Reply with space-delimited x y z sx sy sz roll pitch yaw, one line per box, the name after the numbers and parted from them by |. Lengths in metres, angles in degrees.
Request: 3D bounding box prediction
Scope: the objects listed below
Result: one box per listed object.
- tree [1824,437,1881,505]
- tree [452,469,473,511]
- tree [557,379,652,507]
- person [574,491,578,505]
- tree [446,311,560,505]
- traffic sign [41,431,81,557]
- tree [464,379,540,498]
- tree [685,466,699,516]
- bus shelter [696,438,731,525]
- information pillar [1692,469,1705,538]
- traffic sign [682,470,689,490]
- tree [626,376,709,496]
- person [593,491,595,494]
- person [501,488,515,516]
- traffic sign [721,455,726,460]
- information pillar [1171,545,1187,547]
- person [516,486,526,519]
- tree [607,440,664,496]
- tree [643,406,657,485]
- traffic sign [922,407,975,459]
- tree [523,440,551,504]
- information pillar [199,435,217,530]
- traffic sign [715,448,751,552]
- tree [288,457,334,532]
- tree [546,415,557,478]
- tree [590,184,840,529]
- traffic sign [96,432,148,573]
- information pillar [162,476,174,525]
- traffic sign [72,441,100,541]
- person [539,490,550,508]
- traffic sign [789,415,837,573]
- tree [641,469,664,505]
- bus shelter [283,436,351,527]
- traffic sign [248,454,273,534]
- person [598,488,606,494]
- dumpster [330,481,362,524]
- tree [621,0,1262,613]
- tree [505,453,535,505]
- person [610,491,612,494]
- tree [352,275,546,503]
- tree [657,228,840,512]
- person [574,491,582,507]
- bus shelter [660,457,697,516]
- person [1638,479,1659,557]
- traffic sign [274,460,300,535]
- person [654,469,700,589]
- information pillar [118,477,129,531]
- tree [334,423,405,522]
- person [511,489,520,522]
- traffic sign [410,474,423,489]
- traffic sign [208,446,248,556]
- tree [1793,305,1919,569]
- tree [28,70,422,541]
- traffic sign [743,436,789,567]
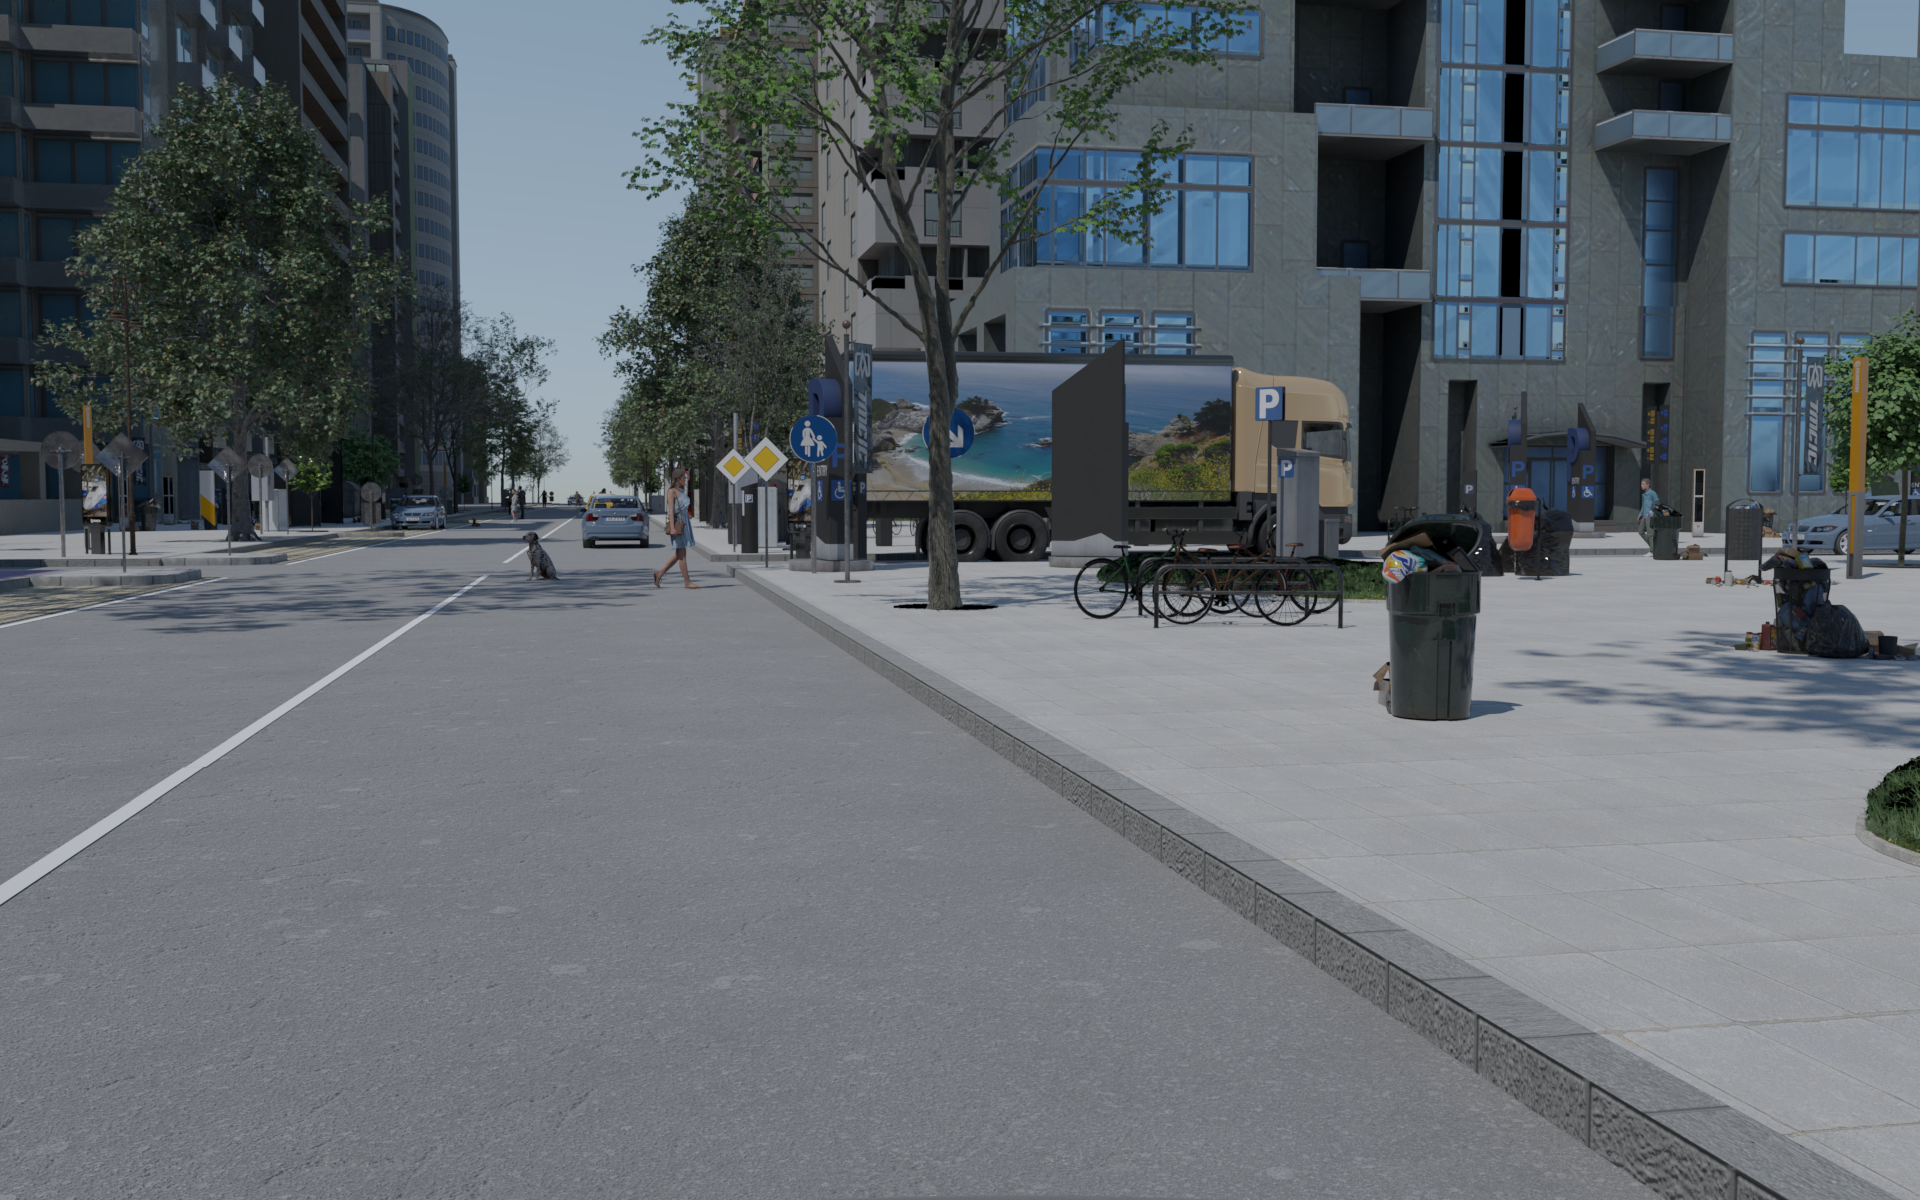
24.976 -3.318 48.846 1.663 3.219 1.824 0 3 0 | tree
-38.517 -8.529 134.046 1.663 3.219 1.824 0 3 0 | tree
-32.363 -16.335 177.453 12.009 13.543 11.850 0 3 0 | tree
-48.283 -12.811 217.941 1.348 1.826 0.705 1 4 19 | person
-48.280 -19.974 182.469 12.611 20.169 13.585 0 3 0 | tree
-18.201 -2.140 35.092 0.768 2.556 0.104 -1 4 -9 | traffic sign
-44.559 -15.398 169.883 7.486 12.596 7.792 0 3 0 | tree
-16.216 -6.683 103.860 1.663 3.219 1.824 0 3 0 | tree
-10.754 -5.159 75.625 1.731 3.624 6.357 -1 4 -11 | bus shelter
21.758 -2.847 51.034 0.304 2.012 0.304 1 4 18 | information pillar
-14.365 -5.467 89.490 0.768 2.556 0.104 -1 4 -8 | traffic sign
-15.087 -8.649 91.771 4.737 8.622 4.395 0 3 0 | tree
-46.674 -12.995 221.047 0.705 1.814 1.350 2 4 32 | person
-29.556 -6.460 114.127 1.348 1.823 0.705 -2 4 -24 | person
-7.208 -3.342 54.753 0.768 2.556 0.104 0 4 -7 | traffic sign
5.268 -3.104 42.109 0.504 3.616 0.183 2 4 30 | information pillar
-24.960 -5.534 98.337 0.474 1.900 0.648 0 4 0 | person
-41.261 -18.614 222.470 7.486 12.596 7.792 0 3 0 | tree
-13.141 -8.088 82.600 4.360 8.622 3.978 0 3 0 | tree
-0.166 -1.538 25.255 0.768 2.556 0.104 0 4 -3 | traffic sign
-60.122 -18.121 246.644 4.360 8.622 3.978 0 3 0 | tree
-26.577 -4.270 61.164 0.504 3.616 0.183 0 4 -1 | information pillar
-4.968 -2.105 38.064 0.795 2.450 0.064 -1 4 -11 | traffic sign
-21.955 -3.894 58.268 1.663 3.219 1.824 0 3 0 | tree
-62.256 -21.126 255.771 12.009 13.543 11.850 0 3 0 | tree
-8.865 -8.994 64.062 9.611 12.733 9.660 0 3 0 | tree
-13.624 -1.501 28.192 0.795 2.450 0.064 -1 4 -11 | traffic sign
-32.655 -4.095 71.440 0.304 2.012 0.304 1 4 11 | information pillar
-20.858 -2.518 41.280 0.768 2.556 0.104 0 4 -6 | traffic sign
-44.106 -10.747 183.844 1.348 1.869 0.705 1 4 20 | person
-2.359 -1.702 27.933 0.768 2.556 0.104 0 4 -3 | traffic sign
-23.307 -8.366 131.383 1.663 3.219 1.824 0 3 0 | tree
-26.078 -4.842 70.451 1.731 3.624 6.357 -1 4 -12 | bus shelter
-22.196 -3.355 54.961 0.768 2.556 0.104 0 4 -7 | traffic sign
-21.121 -5.712 102.150 0.793 1.790 0.793 2 4 27 | person
-27.027 -4.298 76.027 1.264 1.857 1.865 -1 4 -12 | dumpster
-0.265 -5.711 19.124 9.928 11.665 9.643 0 3 0 | tree
-54.298 -16.049 212.763 4.737 8.622 4.395 0 3 0 | tree
-32.666 -9.300 161.354 0.742 1.727 0.445 -3 5 -42 | person
-29.805 -11.440 97.417 12.009 13.543 11.850 0 3 0 | tree
-5.436 -5.955 47.734 4.360 8.622 3.978 0 3 0 | tree
-43.481 -11.506 197.182 0.990 1.755 0.434 -2 4 -26 | person
-15.882 -6.359 97.889 2.014 3.302 5.546 -1 4 -11 | bus shelter
15.745 -1.877 39.525 0.444 1.785 0.601 0 4 2 | person
-21.301 -3.281 54.836 0.795 2.450 0.064 -1 4 -10 | traffic sign
-4.296 -1.073 26.130 0.778 1.811 0.616 1 4 15 | person
-29.041 -3.402 60.120 0.304 2.012 0.304 -2 4 -27 | information pillar
-27.081 -5.830 79.038 4.285 4.588 4.351 0 3 0 | tree
-22.678 -4.812 88.185 0.522 1.701 0.512 -2 4 -27 | person
-34.014 -6.626 108.444 0.768 2.556 0.104 0 4 -5 | traffic sign
-15.209 -1.980 36.019 0.795 2.450 0.064 -1 4 -11 | traffic sign
16.497 -2.855 30.390 4.285 4.588 4.351 0 3 0 | tree
-19.660 -7.954 47.057 9.611 12.733 9.660 0 3 0 | tree
-3.383 -1.627 30.237 0.795 2.450 0.064 -1 4 -11 | traffic sign
